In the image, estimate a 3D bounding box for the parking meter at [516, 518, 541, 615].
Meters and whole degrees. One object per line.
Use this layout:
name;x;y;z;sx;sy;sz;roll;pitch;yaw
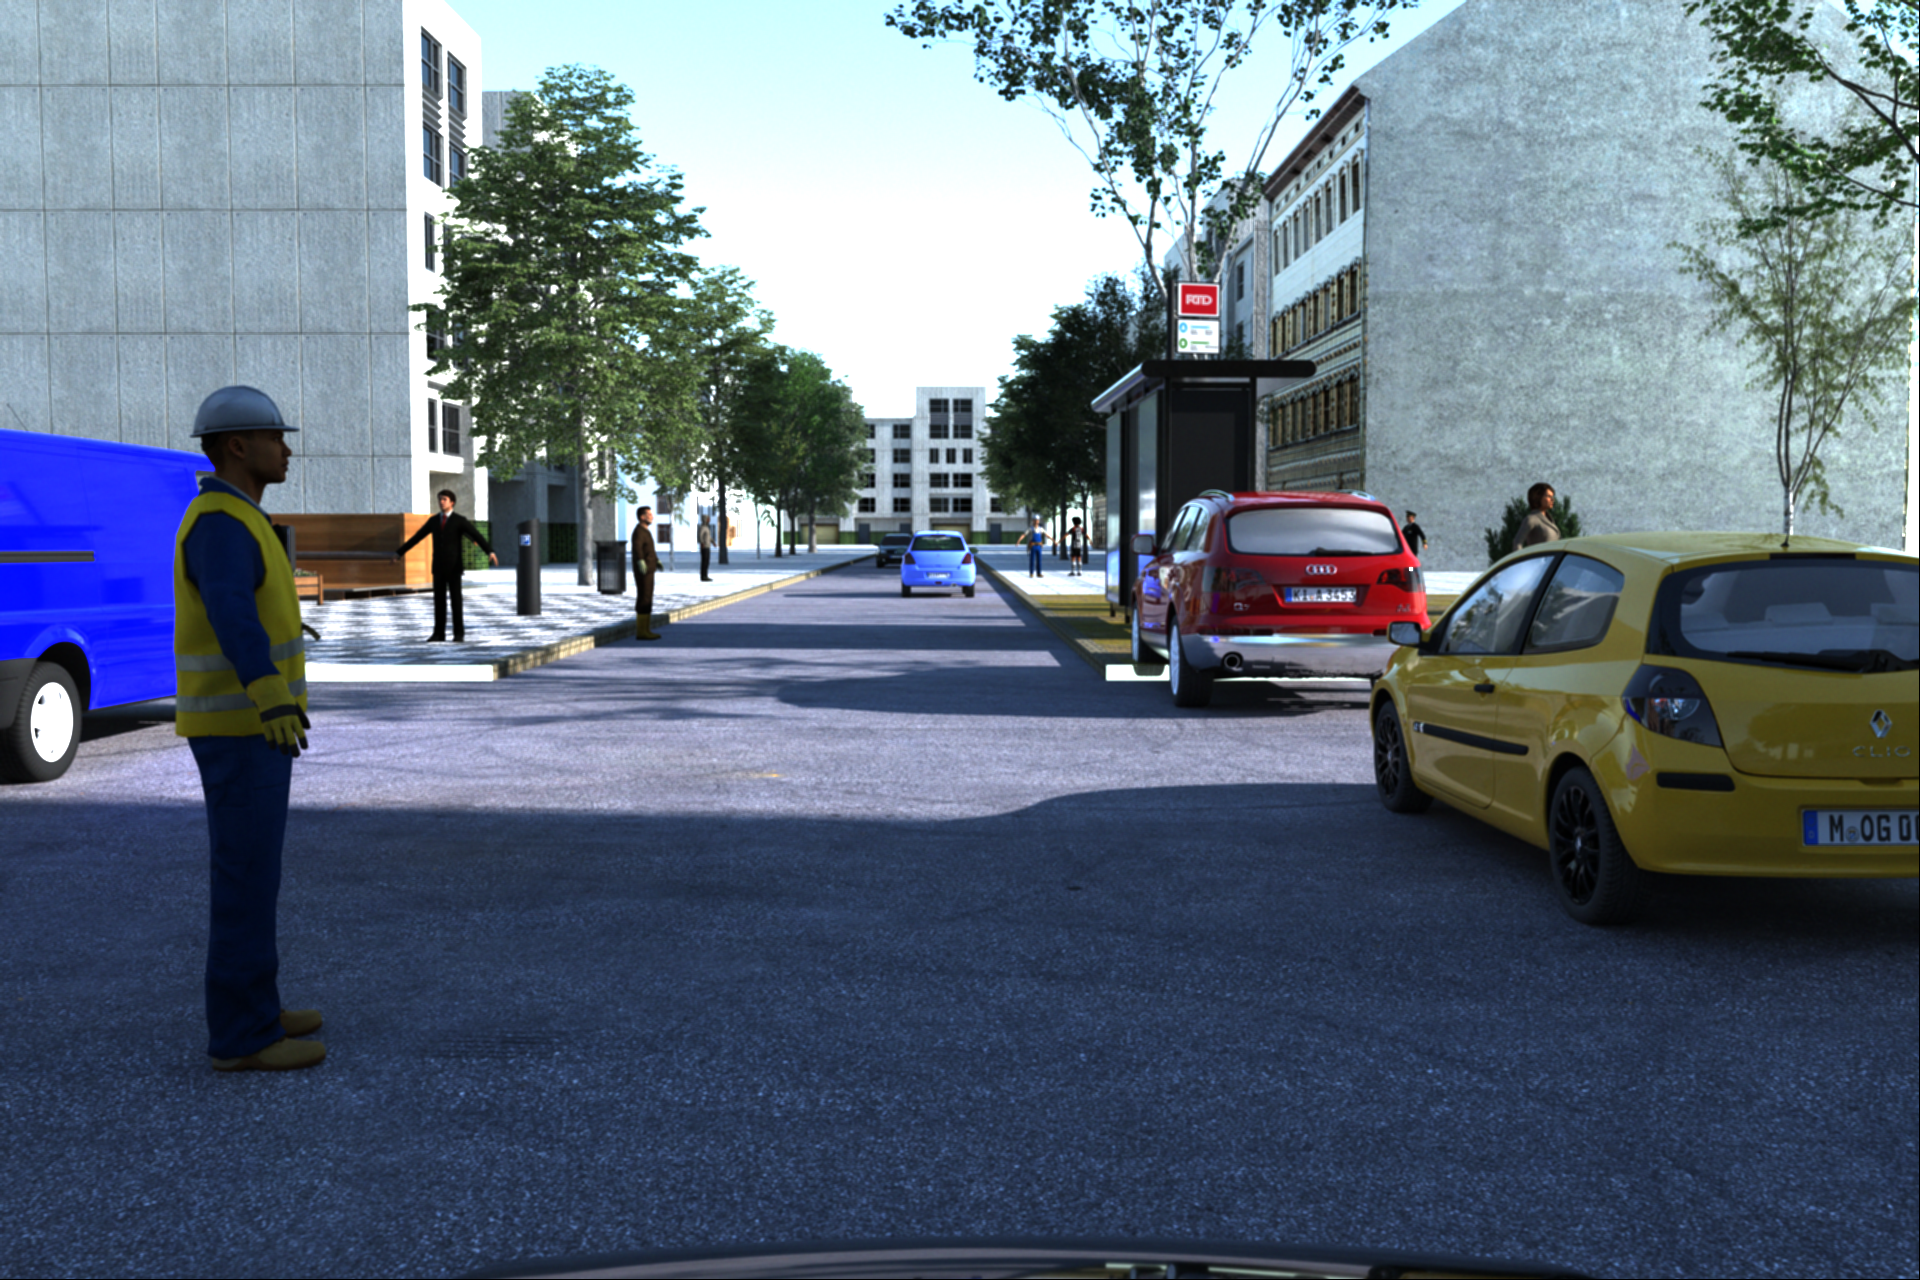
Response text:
parking meter;-6.851;-1.167;27.486;0.372;1.533;0.369;0;3;0

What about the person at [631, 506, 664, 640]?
person;-4.256;-0.914;23.545;0.704;1.812;1.346;0;4;0

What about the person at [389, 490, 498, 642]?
person;-6.110;-0.881;20.596;1.347;1.806;0.705;0;4;8

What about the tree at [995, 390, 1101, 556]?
tree;5.363;-10.280;102.482;8.767;10.594;7.601;3;5;43

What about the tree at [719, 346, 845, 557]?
tree;-9.861;-10.354;95.049;9.928;11.665;9.643;0;3;0

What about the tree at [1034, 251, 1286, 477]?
tree;6.383;-7.456;56.325;8.767;10.594;7.601;1;4;11

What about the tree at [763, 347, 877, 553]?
tree;-9.985;-12.894;117.475;9.857;13.997;8.962;0;3;0

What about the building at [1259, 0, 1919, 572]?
building;22.809;-14.445;67.101;19.493;23.208;18.063;0;4;0

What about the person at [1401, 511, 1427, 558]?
person;10.690;-2.157;41.196;0.705;1.837;1.347;-2;4;-25

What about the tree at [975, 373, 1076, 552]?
tree;4.516;-12.480;122.182;7.486;12.596;7.792;0;3;0

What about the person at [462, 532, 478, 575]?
person;-15.661;-2.918;53.934;1.346;1.802;0.704;1;4;18

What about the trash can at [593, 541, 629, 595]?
trash can;-7.389;-1.533;36.715;0.748;1.137;0.748;0;3;0

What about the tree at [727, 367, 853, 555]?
tree;-10.380;-11.022;105.958;9.928;11.665;9.643;0;3;0

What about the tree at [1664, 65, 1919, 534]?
tree;13.236;-4.752;28.055;4.360;8.622;3.978;0;3;0

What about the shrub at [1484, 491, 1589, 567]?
shrub;9.306;-1.457;27.870;1.661;2.075;1.752;0;3;0

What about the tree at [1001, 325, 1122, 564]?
tree;5.584;-8.564;74.428;8.767;10.594;7.601;2;4;32

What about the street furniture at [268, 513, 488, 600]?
street furniture;-15.062;-1.882;37.633;11.010;1.723;9.812;0;4;3

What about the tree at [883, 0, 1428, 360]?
tree;4.443;-11.406;42.376;12.611;20.169;13.585;0;3;0

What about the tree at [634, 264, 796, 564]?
tree;-10.363;-9.487;73.247;7.486;12.596;7.792;0;3;0

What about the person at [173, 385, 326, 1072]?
person;-1.924;0.225;4.745;0.705;1.833;1.349;-1;4;-22

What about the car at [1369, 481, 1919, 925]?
car;3.073;0.149;7.791;2.015;1.641;3.980;0;4;-1

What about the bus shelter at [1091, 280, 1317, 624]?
bus shelter;3.144;-2.905;25.131;2.179;5.291;8.768;0;4;-1

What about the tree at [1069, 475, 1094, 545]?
tree;16.032;-17.317;208.882;9.928;11.665;9.643;0;3;0

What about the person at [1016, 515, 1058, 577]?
person;2.252;-2.783;51.360;1.347;1.847;0.705;-1;4;-20

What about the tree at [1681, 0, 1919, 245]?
tree;9.282;-5.439;14.682;9.928;11.665;9.643;0;3;0

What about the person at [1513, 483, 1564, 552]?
person;5.278;-0.536;15.521;1.215;1.744;0.721;-3;5;-43

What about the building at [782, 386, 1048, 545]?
building;-5.413;-21.072;213.437;31.486;18.905;16.747;0;4;-1

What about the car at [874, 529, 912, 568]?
car;-2.698;-3.971;74.710;2.009;1.686;4.222;0;4;0

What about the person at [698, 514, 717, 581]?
person;-6.889;-2.501;47.024;0.705;1.813;1.348;0;4;8

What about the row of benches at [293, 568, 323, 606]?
row of benches;-12.446;-0.857;29.480;1.422;0.672;4.104;1;4;23

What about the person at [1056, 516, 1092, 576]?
person;3.555;-2.887;53.341;1.345;1.843;0.704;-2;4;-30

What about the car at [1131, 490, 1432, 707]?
car;2.774;-0.441;15.892;2.281;1.827;5.304;0;4;0

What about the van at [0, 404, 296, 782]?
van;-6.193;-0.444;11.649;2.240;2.365;5.245;0;4;-1

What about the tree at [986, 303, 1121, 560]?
tree;5.152;-10.214;85.128;7.486;12.596;7.792;0;3;0

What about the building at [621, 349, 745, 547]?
building;-28.287;-19.536;175.828;16.016;20.090;11.380;0;4;-1

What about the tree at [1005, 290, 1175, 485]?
tree;5.838;-7.962;64.589;8.767;10.594;7.601;0;4;4

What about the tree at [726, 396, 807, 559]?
tree;-10.102;-8.455;88.598;4.737;8.622;4.395;0;3;0

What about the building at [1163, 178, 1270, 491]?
building;21.528;-13.973;94.919;16.747;18.905;31.486;0;4;-1

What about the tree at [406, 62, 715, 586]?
tree;-9.673;-7.610;42.548;7.486;12.596;7.792;0;3;0

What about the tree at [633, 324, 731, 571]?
tree;-10.236;-6.697;59.863;4.360;8.622;3.978;0;3;0

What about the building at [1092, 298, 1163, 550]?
building;20.787;-18.873;139.495;19.493;23.208;18.063;0;4;-1

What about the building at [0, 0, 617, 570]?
building;-25.407;-12.419;69.502;16.747;18.905;31.486;0;4;0

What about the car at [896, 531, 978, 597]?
car;-0.533;-1.889;40.477;1.945;1.707;3.694;0;4;-2

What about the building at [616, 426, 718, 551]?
building;-24.961;-12.522;146.881;9.099;9.664;28.070;0;4;0
